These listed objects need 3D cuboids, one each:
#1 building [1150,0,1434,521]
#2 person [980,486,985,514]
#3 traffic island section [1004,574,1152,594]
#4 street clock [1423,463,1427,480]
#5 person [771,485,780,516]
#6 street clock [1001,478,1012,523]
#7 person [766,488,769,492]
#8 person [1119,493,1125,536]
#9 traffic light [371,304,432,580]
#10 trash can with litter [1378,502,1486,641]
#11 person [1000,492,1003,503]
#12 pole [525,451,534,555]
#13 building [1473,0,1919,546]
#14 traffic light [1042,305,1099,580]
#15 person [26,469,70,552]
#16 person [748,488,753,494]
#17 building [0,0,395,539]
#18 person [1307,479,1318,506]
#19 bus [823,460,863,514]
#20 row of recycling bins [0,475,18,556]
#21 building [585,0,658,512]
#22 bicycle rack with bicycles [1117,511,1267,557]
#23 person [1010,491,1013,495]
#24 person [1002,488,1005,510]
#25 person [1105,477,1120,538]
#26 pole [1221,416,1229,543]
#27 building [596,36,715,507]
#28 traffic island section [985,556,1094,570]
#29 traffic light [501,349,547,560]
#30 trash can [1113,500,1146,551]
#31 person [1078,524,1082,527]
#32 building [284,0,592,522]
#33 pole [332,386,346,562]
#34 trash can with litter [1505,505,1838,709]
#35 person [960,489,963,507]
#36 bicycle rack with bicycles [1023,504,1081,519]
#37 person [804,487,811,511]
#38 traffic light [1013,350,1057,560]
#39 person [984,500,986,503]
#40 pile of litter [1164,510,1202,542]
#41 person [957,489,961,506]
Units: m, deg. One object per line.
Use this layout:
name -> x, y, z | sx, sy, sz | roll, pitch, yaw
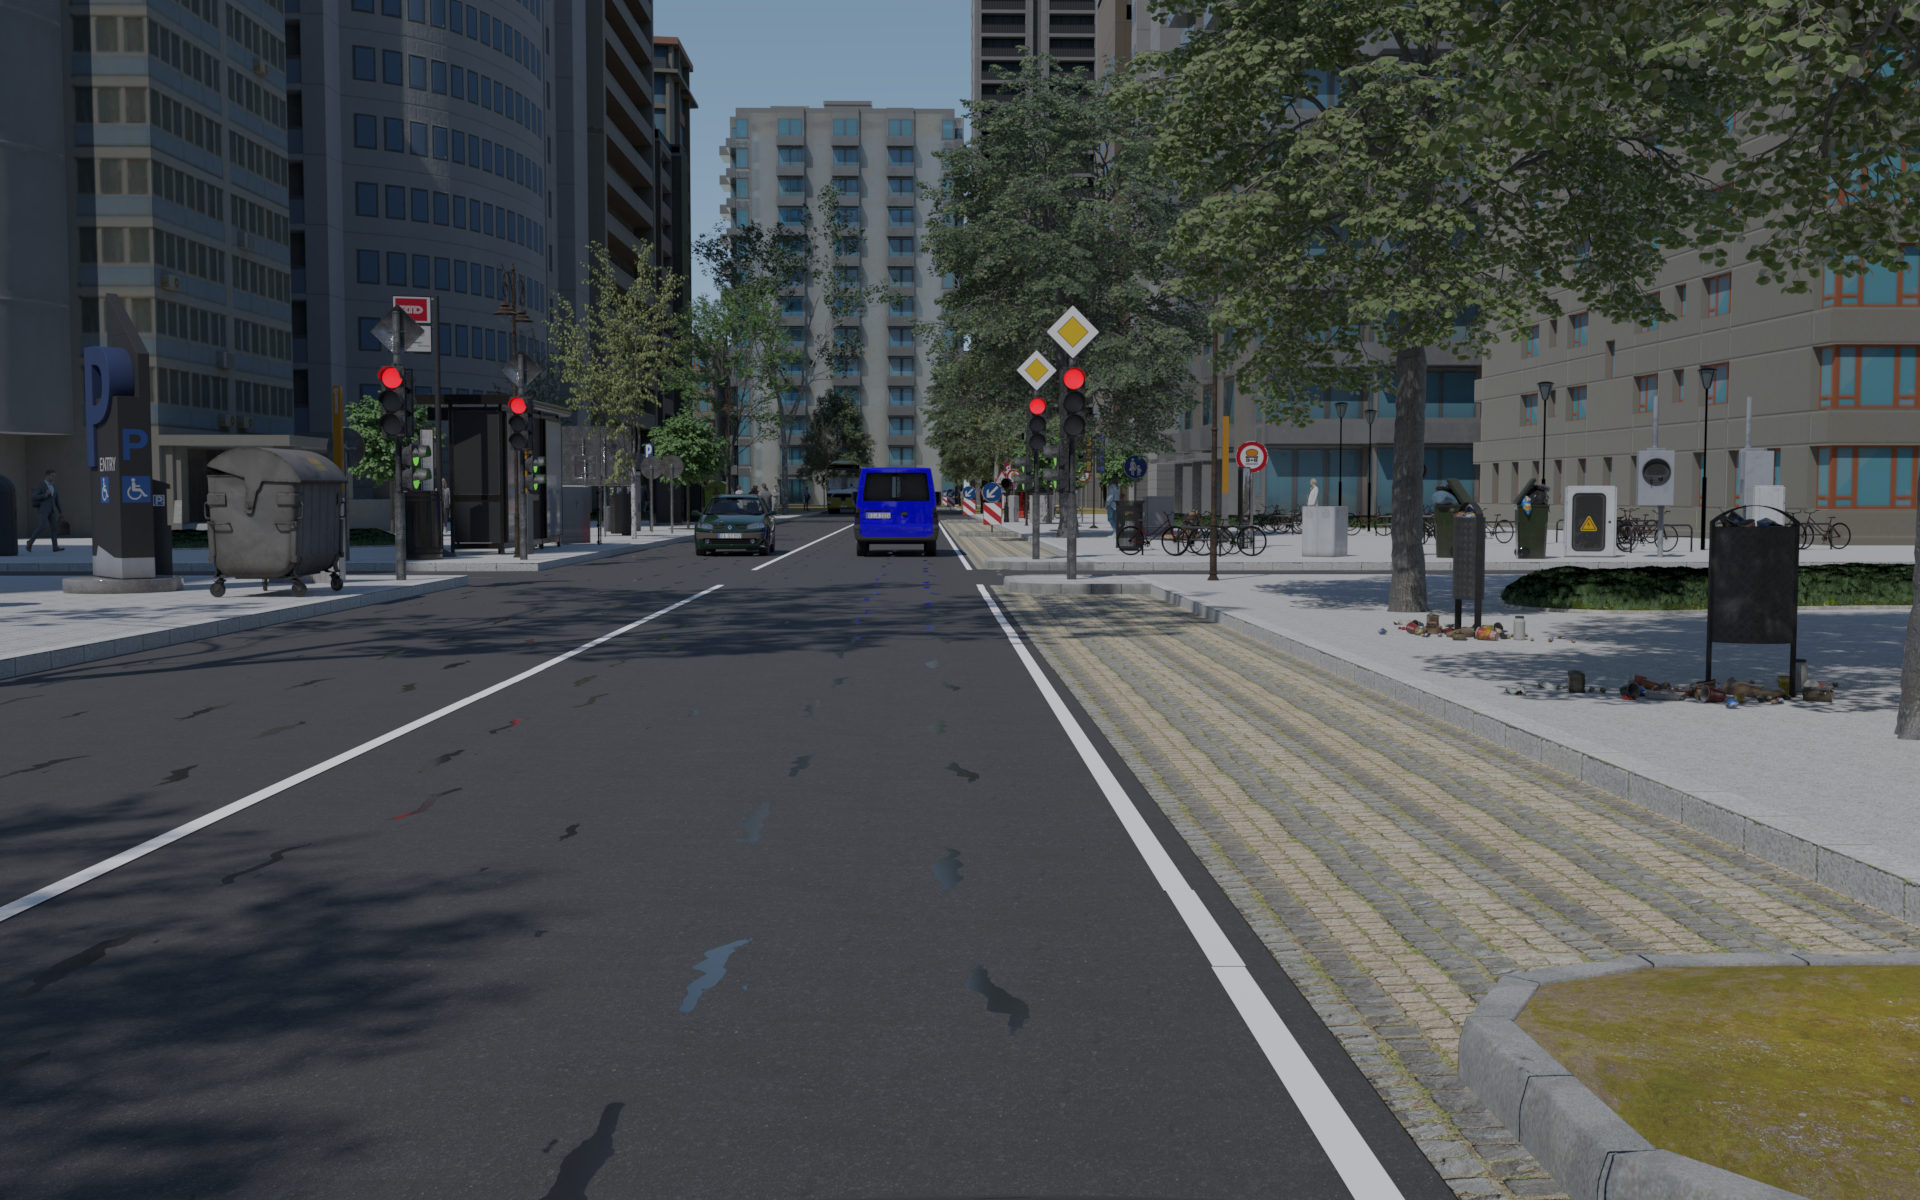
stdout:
building -> 23.166, -28.874, 91.691 | 23.786, 49.044, 30.456 | 0, 4, -1
person -> 1.471, -6.543, 112.989 | 0.705, 1.831, 1.348 | 0, 4, -2
traffic island section -> 1.699, -0.229, 26.023 | 2.009, 0.180, 2.903 | 0, 4, -1
street clock -> 9.395, -1.910, 35.800 | 0.471, 2.002, 0.358 | 1, 4, 19
person -> -10.629, -5.739, 100.056 | 0.466, 1.800, 0.511 | 3, 4, 38
street clock -> 2.091, -4.488, 77.944 | 0.471, 2.002, 0.358 | 2, 4, 28
person -> -13.295, -6.900, 119.594 | 1.217, 1.736, 0.721 | 1, 4, 20
person -> 4.945, -2.621, 53.147 | 0.306, 1.304, 0.590 | 3, 4, 37
traffic light -> -8.299, -2.247, 25.662 | 0.839, 4.253, 0.868 | 0, 4, -1
trash can with litter -> 4.648, -0.299, 15.940 | 1.678, 1.210, 2.233 | 0, 4, -4
person -> 2.811, -7.271, 124.857 | 1.348, 1.831, 0.705 | 0, 4, 1
pole -> -9.163, -2.619, 36.671 | 0.158, 3.312, 0.155 | 0, 3, 0
building -> 35.674, -12.939, 56.596 | 28.899, 21.520, 27.650 | 0, 4, -1
traffic light -> 1.659, -2.262, 25.908 | 0.839, 4.253, 0.868 | 0, 4, -1
person -> -20.248, -1.982, 38.409 | 0.822, 1.834, 0.622 | 1, 4, 10
person -> -19.120, -9.384, 159.491 | 1.348, 1.821, 0.705 | 0, 4, 0
building -> -35.784, -22.183, 54.575 | 32.217, 40.220, 23.993 | 0, 4, -1
person -> 12.785, -3.461, 62.503 | 0.818, 1.842, 0.514 | -2, 4, -35
bus -> -8.568, -8.469, 130.018 | 2.896, 3.916, 12.252 | 0, 4, -2
row of recycling bins -> -21.331, -1.762, 35.921 | 3.534, 1.692, 1.069 | 0, 4, 1
building -> -33.130, -30.256, 118.383 | 21.300, 48.544, 21.600 | 0, 4, -1
bicycle rack with bicycles -> 5.106, -1.407, 36.384 | 2.925, 0.926, 2.852 | 2, 4, 33
person -> 5.647, -11.134, 190.566 | 1.348, 1.821, 0.705 | 0, 4, -3
person -> 3.415, -8.046, 138.271 | 0.551, 1.740, 0.621 | 0, 4, -5
person -> 4.469, -2.699, 50.431 | 0.793, 1.790, 0.793 | 0, 4, -5
pole -> 6.971, -3.161, 45.522 | 0.158, 3.312, 0.155 | 0, 3, 0
building -> -38.065, -31.028, 161.934 | 28.867, 44.769, 22.147 | 0, 4, -1
traffic island section -> 1.514, -0.717, 34.006 | 2.009, 0.180, 2.903 | 0, 4, -1
traffic light -> -8.485, -2.735, 33.645 | 0.839, 4.253, 0.868 | 0, 4, -1
trash can -> 3.830, -1.684, 39.188 | 0.748, 1.137, 0.748 | 0, 3, 0
person -> 4.376, -3.783, 67.995 | 0.850, 1.850, 0.679 | 1, 4, 23
building -> -32.291, -33.403, 88.145 | 21.231, 58.520, 28.212 | 0, 4, -1
pole -> -11.732, -2.378, 32.722 | 0.158, 3.312, 0.155 | 0, 3, 0
trash can with litter -> 4.643, -0.004, 11.122 | 2.233, 1.210, 1.678 | 1, 4, 10
person -> 0.233, -10.452, 176.942 | 0.705, 1.824, 1.348 | -1, 4, -12
bicycle rack with bicycles -> 4.467, -4.643, 89.300 | 2.925, 0.926, 2.852 | 2, 4, 35
person -> -11.558, -7.684, 131.543 | 0.599, 1.838, 0.709 | 2, 4, 26
traffic light -> 1.473, -2.750, 33.891 | 0.839, 4.253, 0.868 | 0, 4, -1
person -> 2.344, -10.617, 179.493 | 0.709, 1.838, 0.599 | -3, 5, -41
pile of litter -> 6.138, -2.051, 47.500 | 1.176, 0.858, 1.719 | 0, 4, -7
person -> -0.054, -10.801, 182.664 | 0.705, 1.821, 1.348 | 1, 4, 20
